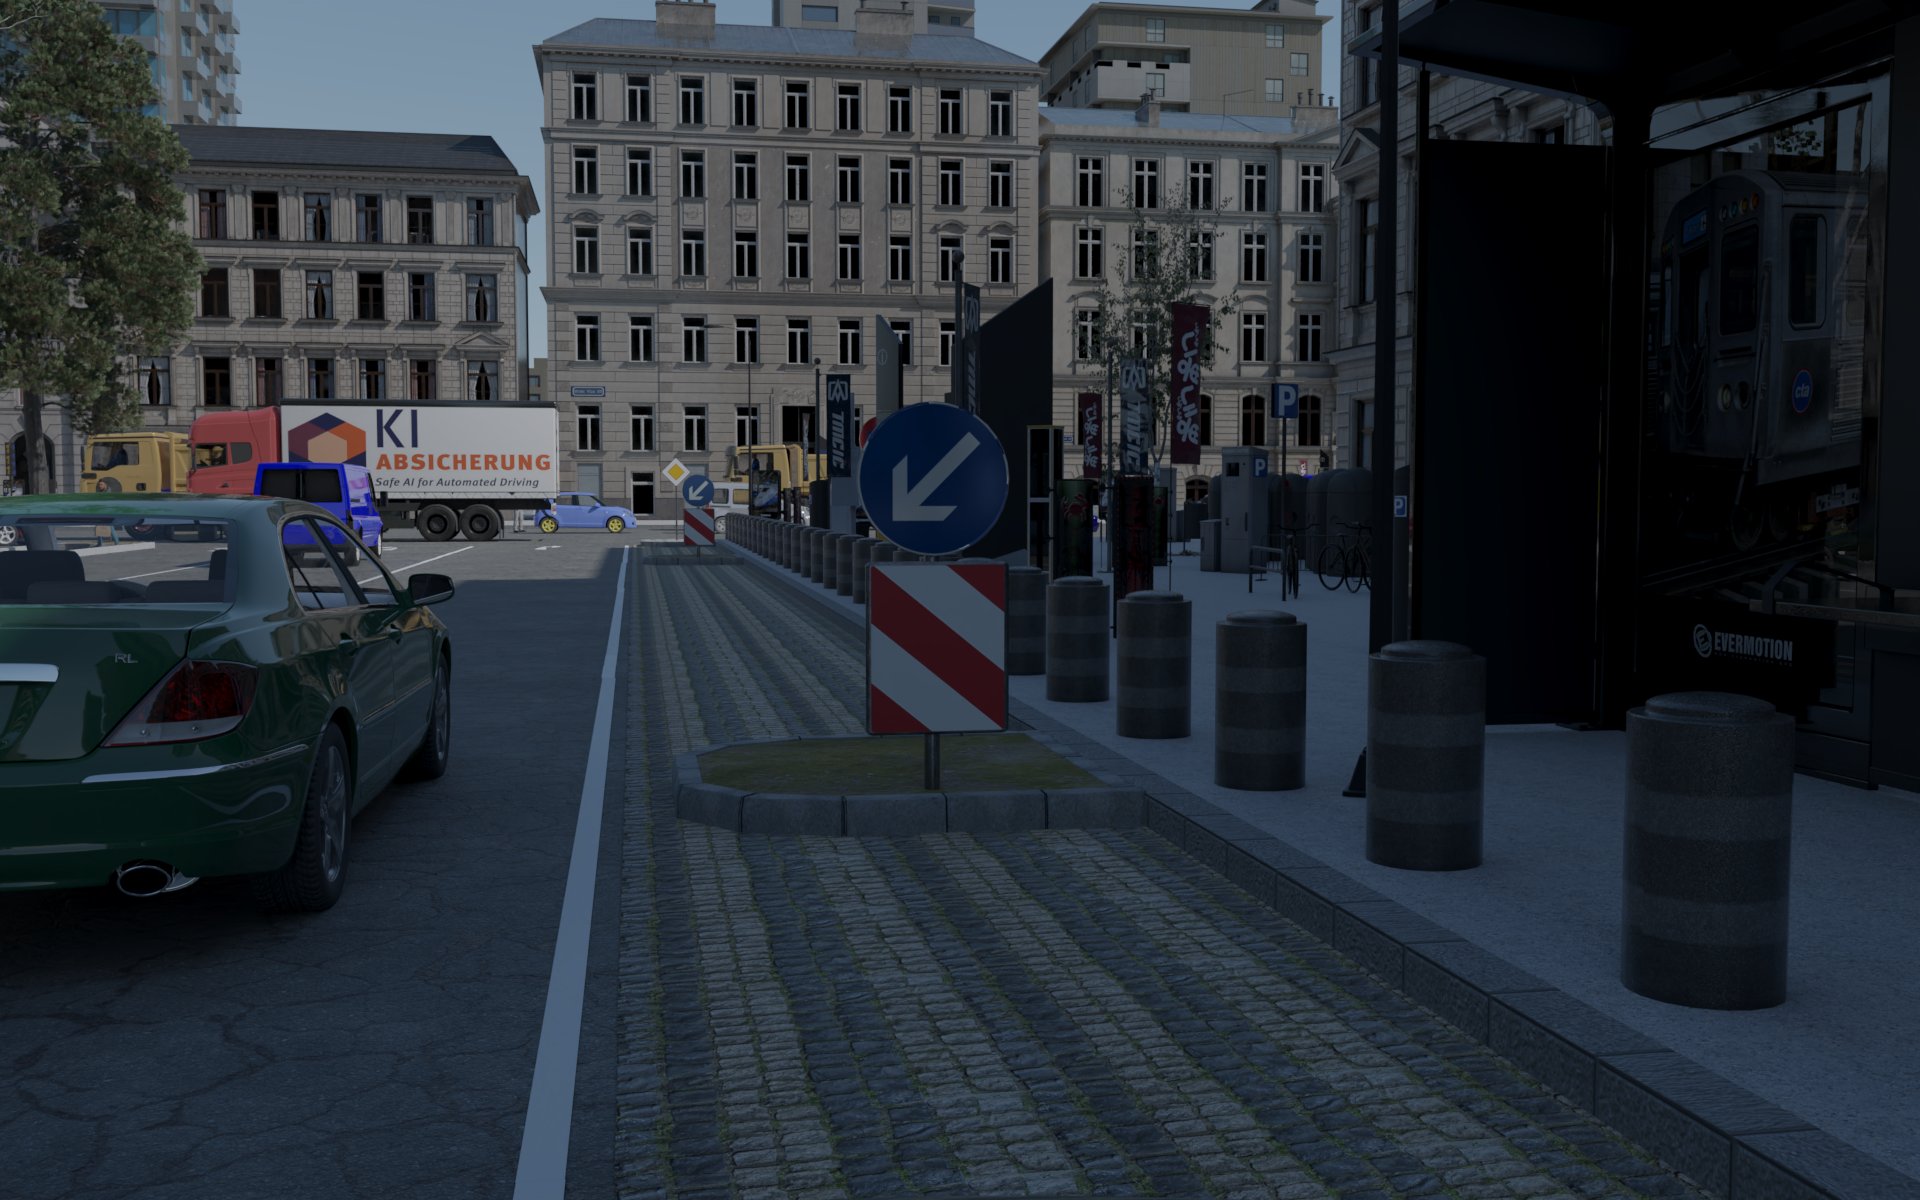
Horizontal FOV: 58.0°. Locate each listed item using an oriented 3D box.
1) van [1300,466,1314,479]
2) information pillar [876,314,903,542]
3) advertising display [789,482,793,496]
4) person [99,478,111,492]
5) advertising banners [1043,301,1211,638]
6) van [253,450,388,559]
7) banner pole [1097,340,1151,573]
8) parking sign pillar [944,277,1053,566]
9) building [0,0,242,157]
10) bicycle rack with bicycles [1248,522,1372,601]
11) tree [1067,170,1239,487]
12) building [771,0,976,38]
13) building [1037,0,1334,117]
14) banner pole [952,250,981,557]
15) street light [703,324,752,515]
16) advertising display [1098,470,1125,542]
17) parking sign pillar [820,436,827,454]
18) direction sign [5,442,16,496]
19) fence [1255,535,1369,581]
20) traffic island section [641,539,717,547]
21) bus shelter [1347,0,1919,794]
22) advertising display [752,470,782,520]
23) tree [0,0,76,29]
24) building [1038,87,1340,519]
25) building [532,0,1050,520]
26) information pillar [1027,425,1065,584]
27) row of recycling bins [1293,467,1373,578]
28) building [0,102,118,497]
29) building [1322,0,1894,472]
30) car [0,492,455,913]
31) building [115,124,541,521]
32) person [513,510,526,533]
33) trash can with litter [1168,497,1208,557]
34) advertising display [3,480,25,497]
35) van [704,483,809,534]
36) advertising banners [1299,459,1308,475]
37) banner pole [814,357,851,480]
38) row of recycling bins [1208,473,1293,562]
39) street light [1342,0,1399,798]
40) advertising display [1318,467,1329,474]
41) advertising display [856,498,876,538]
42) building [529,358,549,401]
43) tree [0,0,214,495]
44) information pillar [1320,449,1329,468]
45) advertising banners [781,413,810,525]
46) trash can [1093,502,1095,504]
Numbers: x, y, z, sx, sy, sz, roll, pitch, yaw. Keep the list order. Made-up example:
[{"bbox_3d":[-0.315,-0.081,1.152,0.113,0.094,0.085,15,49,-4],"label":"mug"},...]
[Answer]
[{"bbox_3d":[11.340,-3.089,54.887,5.245,2.365,2.240,-1,4,-12],"label":"van"},{"bbox_3d":[-0.921,-1.905,22.495,0.183,3.616,0.504,-3,5,-41],"label":"information pillar"},{"bbox_3d":[-8.243,-4.758,83.006,0.123,1.923,0.974,1,4,14],"label":"advertising display"},{"bbox_3d":[-21.630,-2.162,43.837,0.713,1.824,0.794,-2,4,-35],"label":"person"},{"bbox_3d":[1.532,-1.178,15.442,2.074,3.025,0.090,-3,5,-40],"label":"advertising banners"},{"bbox_3d":[-13.184,-1.920,35.783,2.240,2.365,5.245,-1,4,-12],"label":"van"},{"bbox_3d":[2.669,-2.334,28.175,0.863,3.779,0.401,0,4,4],"label":"banner pole"},{"bbox_3d":[0.480,-2.024,21.569,1.447,3.967,1.447,-1,4,-18],"label":"parking sign pillar"},{"bbox_3d":[-73.020,-32.080,144.120,23.786,49.044,30.456,-1,4,-11],"label":"building"},{"bbox_3d":[4.833,-0.516,21.827,2.852,0.926,2.925,0,4,-2],"label":"bicycle rack with bicycles"},{"bbox_3d":[4.519,-5.493,40.175,4.360,8.622,3.978,0,3,0],"label":"tree"},{"bbox_3d":[-9.208,-39.203,182.970,21.231,58.520,28.212,-1,4,-11],"label":"building"},{"bbox_3d":[21.874,-36.697,189.230,27.495,52.752,28.713,-1,4,-11],"label":"building"},{"bbox_3d":[0.069,-1.719,18.121,0.401,3.779,0.863,1,4,21],"label":"banner pole"},{"bbox_3d":[-6.303,-4.582,47.459,1.470,5.913,1.316,-1,4,-11],"label":"street light"},{"bbox_3d":[4.045,-2.506,46.180,0.123,1.923,0.974,-3,4,-36],"label":"advertising display"},{"bbox_3d":[-5.660,-5.357,76.067,1.447,3.967,1.447,0,4,-7],"label":"parking sign pillar"},{"bbox_3d":[-41.575,-5.130,75.880,0.379,3.537,0.876,0,4,-5],"label":"direction sign"},{"bbox_3d":[5.319,-0.597,25.135,2.069,0.683,0.278,2,4,29],"label":"fence"},{"bbox_3d":[-7.796,-1.561,47.802,2.009,0.180,2.903,-1,4,-11],"label":"traffic island section"},{"bbox_3d":[3.429,-0.918,6.290,1.731,3.624,6.357,-1,4,-11],"label":"bus shelter"},{"bbox_3d":[-5.190,-2.524,46.479,0.974,1.923,0.123,3,4,36],"label":"advertising display"},{"bbox_3d":[-20.835,-10.477,29.639,12.611,20.169,13.585,0,3,0],"label":"tree"},{"bbox_3d":[20.263,-16.994,96.937,34.723,24.649,14.460,-1,4,-11],"label":"building"},{"bbox_3d":[-8.957,-17.928,90.393,25.104,27.353,12.463,-1,4,-11],"label":"building"},{"bbox_3d":[0.923,-0.868,18.678,0.304,2.012,0.304,2,4,29],"label":"information pillar"},{"bbox_3d":[6.219,-1.294,28.270,1.069,1.692,3.534,0,4,5],"label":"row of recycling bins"},{"bbox_3d":[-52.402,-14.726,82.578,24.055,21.916,13.314,-1,4,-11],"label":"building"},{"bbox_3d":[14.579,-10.141,30.429,10.561,19.102,19.286,-1,4,-11],"label":"building"},{"bbox_3d":[-3.280,0.280,7.222,2.131,1.459,4.920,-1,4,-9],"label":"car"},{"bbox_3d":[-30.770,-13.503,85.405,19.286,19.102,10.561,-1,4,-11],"label":"building"},{"bbox_3d":[-16.452,-3.420,64.563,0.789,1.805,0.875,1,4,21],"label":"person"},{"bbox_3d":[4.526,-1.541,36.248,2.233,1.210,1.678,-1,4,-13],"label":"trash can with litter"},{"bbox_3d":[-41.993,-4.385,76.903,0.974,1.923,0.123,0,4,8],"label":"advertising display"},{"bbox_3d":[-7.338,-3.439,63.235,4.112,2.044,2.013,-1,4,-10],"label":"van"},{"bbox_3d":[18.005,-5.595,87.659,2.074,3.025,0.090,-1,4,-22],"label":"advertising banners"},{"bbox_3d":[-2.386,-2.556,31.812,0.863,3.779,0.401,1,4,11],"label":"banner pole"},{"bbox_3d":[5.691,-1.579,32.922,1.069,1.692,3.534,2,4,34],"label":"row of recycling bins"},{"bbox_3d":[1.263,-2.117,7.151,1.470,5.913,1.316,-1,4,-11],"label":"street light"},{"bbox_3d":[8.834,-2.261,42.176,0.123,1.923,0.974,0,4,4],"label":"advertising display"},{"bbox_3d":[-2.161,-1.995,37.833,0.974,1.923,0.123,-3,4,-39],"label":"advertising display"},{"bbox_3d":[-53.495,-24.919,252.467,28.899,21.520,27.650,-1,4,-11],"label":"building"},{"bbox_3d":[-22.000,-8.015,40.919,7.806,13.903,7.818,0,3,0],"label":"tree"},{"bbox_3d":[18.751,-5.985,89.208,0.504,3.616,0.183,1,4,20],"label":"information pillar"},{"bbox_3d":[-3.485,-2.494,36.966,0.090,3.025,2.074,1,4,11],"label":"advertising banners"},{"bbox_3d":[2.129,-1.246,32.024,0.748,1.137,0.748,0,3,0],"label":"trash can"}]
